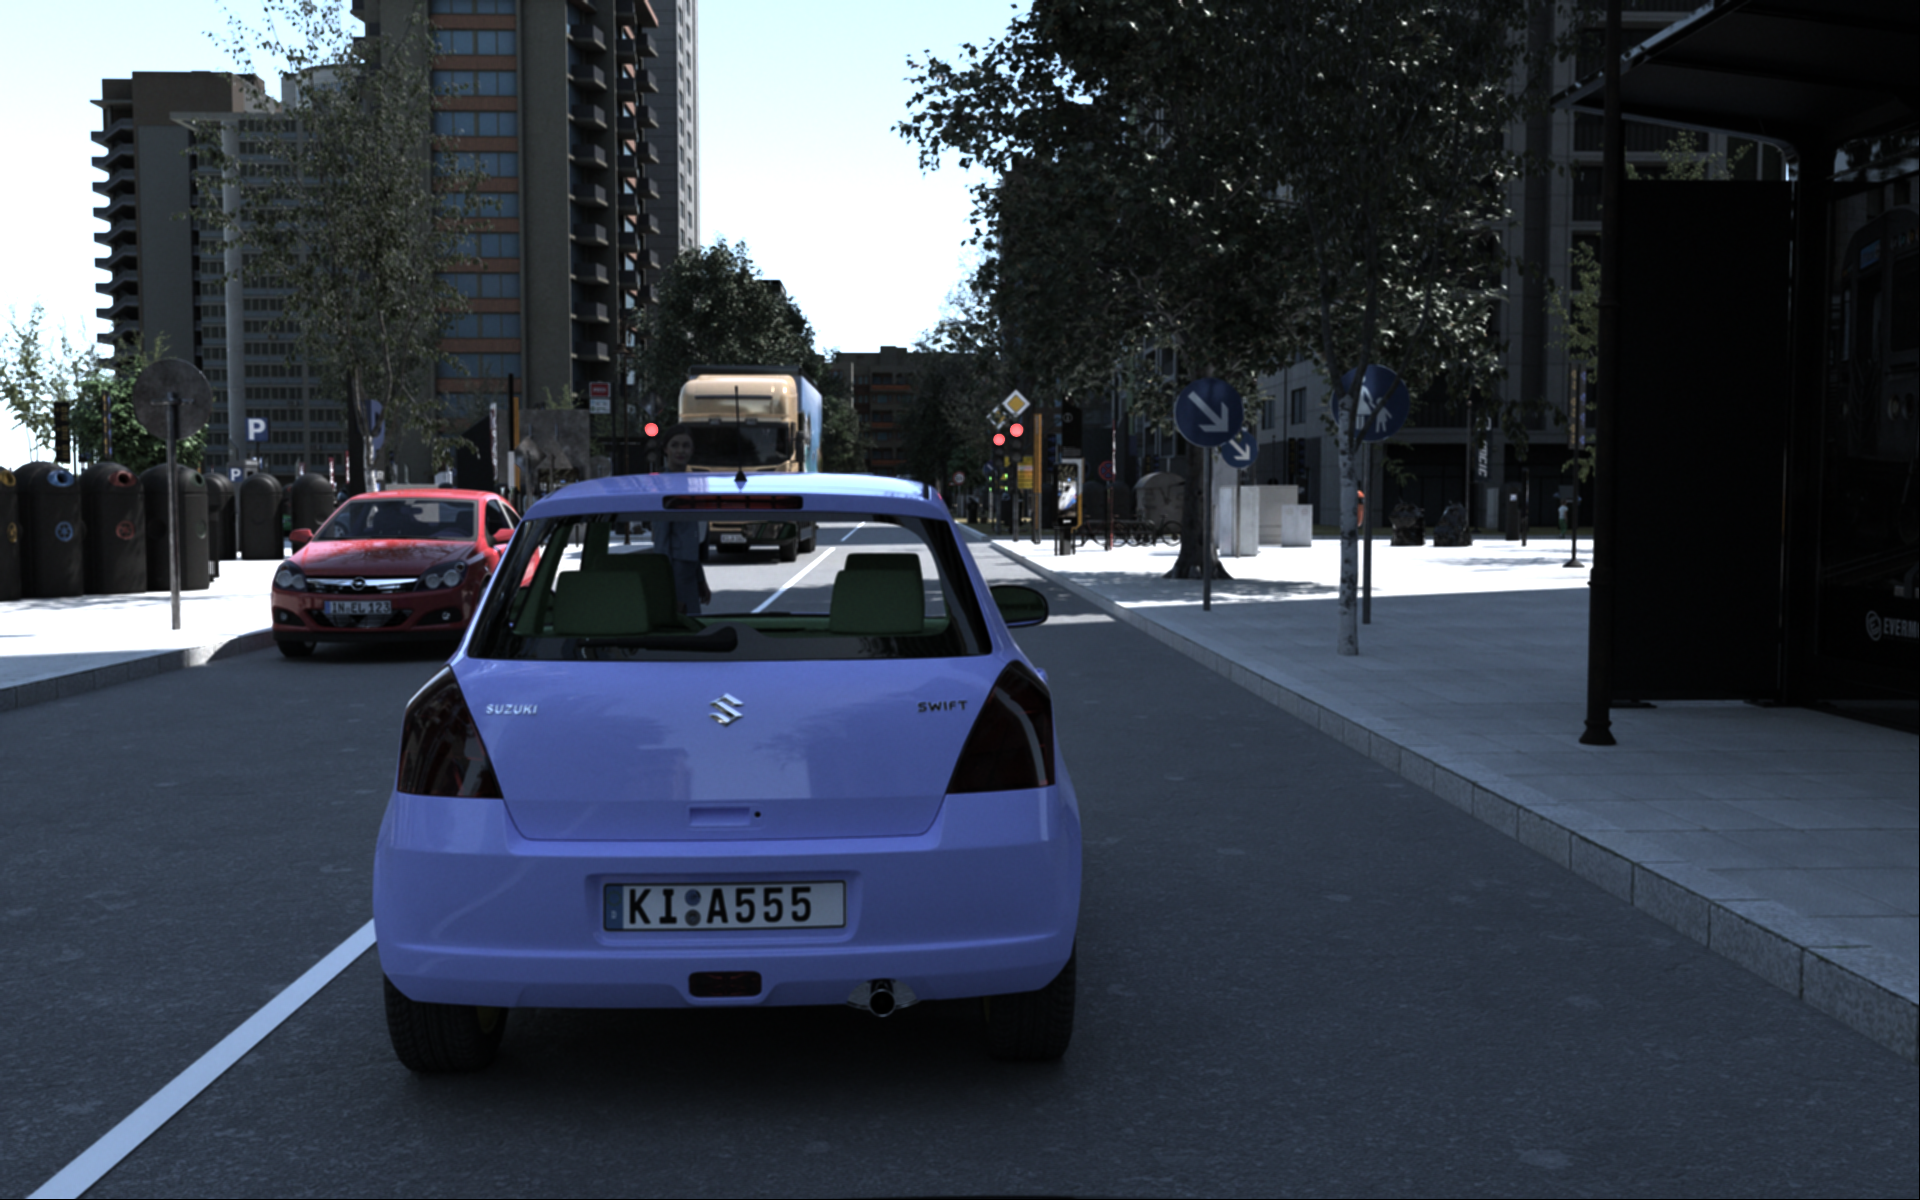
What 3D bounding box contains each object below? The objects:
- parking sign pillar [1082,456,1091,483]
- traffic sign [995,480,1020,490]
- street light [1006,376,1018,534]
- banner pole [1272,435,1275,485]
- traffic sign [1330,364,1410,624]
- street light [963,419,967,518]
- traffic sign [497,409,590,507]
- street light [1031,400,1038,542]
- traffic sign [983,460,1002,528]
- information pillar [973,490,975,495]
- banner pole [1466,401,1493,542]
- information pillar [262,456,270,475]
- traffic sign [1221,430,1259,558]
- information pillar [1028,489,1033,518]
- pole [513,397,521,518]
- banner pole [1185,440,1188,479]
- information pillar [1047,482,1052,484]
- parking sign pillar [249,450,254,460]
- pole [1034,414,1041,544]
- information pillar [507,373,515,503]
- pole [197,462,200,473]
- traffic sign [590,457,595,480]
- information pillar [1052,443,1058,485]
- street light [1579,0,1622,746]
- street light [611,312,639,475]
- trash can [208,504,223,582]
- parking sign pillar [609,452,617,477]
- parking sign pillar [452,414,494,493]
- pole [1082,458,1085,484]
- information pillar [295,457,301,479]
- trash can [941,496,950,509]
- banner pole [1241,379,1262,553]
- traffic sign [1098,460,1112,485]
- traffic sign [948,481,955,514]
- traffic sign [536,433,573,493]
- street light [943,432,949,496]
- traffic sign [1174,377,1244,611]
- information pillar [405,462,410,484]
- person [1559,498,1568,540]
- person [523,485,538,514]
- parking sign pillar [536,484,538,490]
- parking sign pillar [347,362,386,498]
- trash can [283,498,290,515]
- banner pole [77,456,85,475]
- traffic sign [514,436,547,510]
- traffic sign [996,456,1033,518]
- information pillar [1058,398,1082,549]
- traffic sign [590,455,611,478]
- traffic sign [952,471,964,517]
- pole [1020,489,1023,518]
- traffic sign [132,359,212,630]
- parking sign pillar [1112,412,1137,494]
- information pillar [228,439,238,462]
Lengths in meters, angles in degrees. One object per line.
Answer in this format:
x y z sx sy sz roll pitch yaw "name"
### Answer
7.110 -6.836 100.244 1.447 3.967 1.447 2 4 28 "parking sign pillar"
2.946 -7.325 113.629 2.265 3.308 0.079 0 4 2 "traffic sign"
1.647 -5.038 55.159 0.468 5.910 1.993 0 4 -2 "street light"
13.335 -5.120 73.732 0.401 3.779 0.863 1 4 9 "banner pole"
4.022 -1.037 17.060 0.768 2.556 0.104 0 4 7 "traffic sign"
0.265 -7.323 92.516 0.468 5.910 1.993 0 4 -2 "street light"
-10.017 -2.924 41.683 2.265 3.308 0.079 0 4 5 "traffic sign"
1.981 -4.481 46.050 0.468 5.910 1.993 0 4 -2 "street light"
1.234 -3.943 64.580 0.768 2.556 0.104 0 4 0 "traffic sign"
1.003 -8.374 128.276 0.183 3.616 0.504 2 4 28 "information pillar"
13.945 -3.469 46.733 0.863 3.779 0.401 1 4 11 "banner pole"
-42.873 -7.076 107.054 0.504 3.616 0.183 1 4 8 "information pillar"
5.555 -2.107 34.554 0.768 2.556 0.104 0 3 0 "traffic sign"
3.847 -5.379 92.443 0.304 2.012 0.304 -3 5 -41 "information pillar"
-9.355 -2.608 36.486 0.158 3.312 0.155 0 3 0 "pole"
9.471 -4.967 71.228 0.401 3.779 0.863 -3 4 -37 "banner pole"
5.538 -6.246 106.618 0.304 2.012 0.304 1 4 20 "information pillar"
-42.732 -7.072 104.093 1.447 3.967 1.447 -1 4 -11 "parking sign pillar"
1.977 -3.080 44.194 0.158 3.312 0.155 0 3 0 "pole"
-8.764 -2.598 33.831 0.183 3.616 0.504 -1 4 -19 "information pillar"
-47.584 -7.002 108.333 0.158 3.312 0.155 0 3 0 "pole"
-12.765 -3.653 59.837 0.768 2.556 0.104 0 4 5 "traffic sign"
4.440 -5.440 80.296 0.183 3.616 0.504 -2 4 -27 "information pillar"
3.283 -2.199 8.739 0.468 5.910 1.993 0 4 -2 "street light"
-8.511 -4.363 44.123 0.468 5.910 1.993 0 4 -2 "street light"
-11.145 -0.833 25.269 0.748 1.137 0.748 0 3 0 "trash can"
-20.418 -6.949 102.093 1.447 3.967 1.447 -3 5 -41 "parking sign pillar"
-15.993 -4.184 56.874 1.447 3.967 1.447 -3 5 -41 "parking sign pillar"
6.844 -6.288 96.659 0.158 3.312 0.155 0 3 0 "pole"
-41.501 -7.175 108.669 0.504 3.616 0.183 2 4 35 "information pillar"
-1.055 -6.820 123.161 0.748 1.137 0.748 0 3 0 "trash can"
6.305 -2.932 37.955 0.401 3.779 0.863 -1 4 -21 "banner pole"
5.597 -3.995 65.425 0.768 2.556 0.104 0 4 0 "traffic sign"
-0.326 -6.725 109.964 0.884 2.594 0.081 0 4 6 "traffic sign"
-8.645 -2.245 36.702 0.884 2.594 0.081 0 4 0 "traffic sign"
-1.008 -9.542 128.799 0.468 5.910 1.993 0 4 -2 "street light"
2.719 -1.156 19.000 0.768 2.556 0.104 0 4 1 "traffic sign"
-40.877 -8.364 128.104 0.504 3.616 0.183 3 5 40 "information pillar"
18.379 -2.450 52.803 0.306 1.304 0.590 3 4 38 "person"
-12.138 -2.421 49.085 0.512 1.701 0.522 -3 4 -37 "person"
-26.144 -7.216 106.453 1.447 3.967 1.447 -3 5 -45 "parking sign pillar"
-12.335 -2.910 36.044 1.447 3.967 1.447 0 4 -4 "parking sign pillar"
-24.695 -3.133 62.870 0.748 1.137 0.748 0 3 0 "trash can"
-57.929 -7.596 114.217 0.401 3.779 0.863 1 4 15 "banner pole"
-8.616 -2.040 34.541 0.795 2.450 0.064 0 4 4 "traffic sign"
3.021 -5.983 91.693 2.265 3.308 0.079 0 4 3 "traffic sign"
2.597 -3.002 40.435 0.504 3.616 0.183 0 4 7 "information pillar"
-11.805 -3.464 56.742 0.768 2.556 0.104 0 4 3 "traffic sign"
-0.037 -5.915 96.818 0.768 2.556 0.104 0 4 6 "traffic sign"
3.358 -6.103 93.620 0.158 3.312 0.155 0 3 0 "pole"
-7.416 -0.991 16.314 0.768 2.556 0.104 0 4 3 "traffic sign"
5.450 -4.224 57.529 1.447 3.967 1.447 -1 4 -13 "parking sign pillar"
-30.877 -5.033 73.649 0.504 3.616 0.183 2 4 25 "information pillar"
